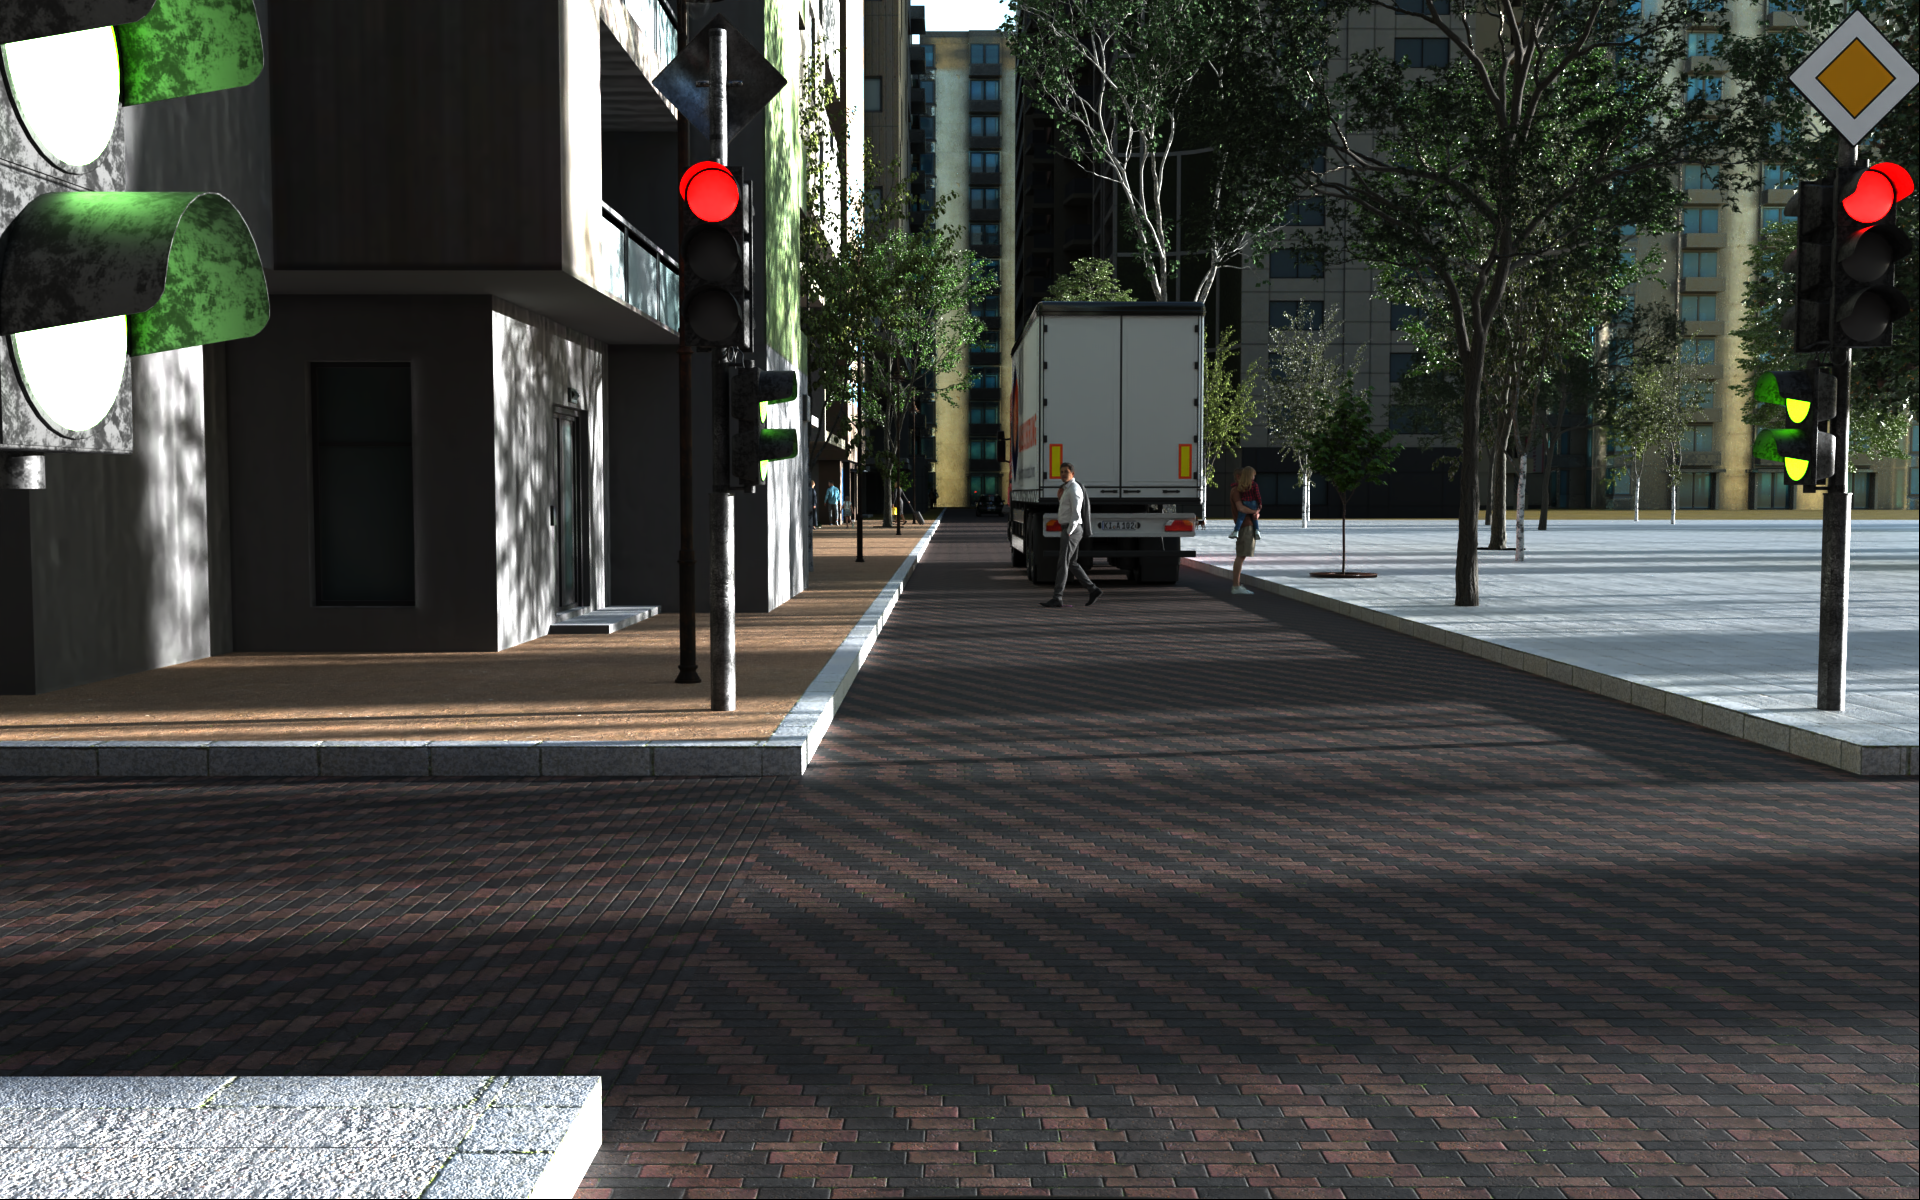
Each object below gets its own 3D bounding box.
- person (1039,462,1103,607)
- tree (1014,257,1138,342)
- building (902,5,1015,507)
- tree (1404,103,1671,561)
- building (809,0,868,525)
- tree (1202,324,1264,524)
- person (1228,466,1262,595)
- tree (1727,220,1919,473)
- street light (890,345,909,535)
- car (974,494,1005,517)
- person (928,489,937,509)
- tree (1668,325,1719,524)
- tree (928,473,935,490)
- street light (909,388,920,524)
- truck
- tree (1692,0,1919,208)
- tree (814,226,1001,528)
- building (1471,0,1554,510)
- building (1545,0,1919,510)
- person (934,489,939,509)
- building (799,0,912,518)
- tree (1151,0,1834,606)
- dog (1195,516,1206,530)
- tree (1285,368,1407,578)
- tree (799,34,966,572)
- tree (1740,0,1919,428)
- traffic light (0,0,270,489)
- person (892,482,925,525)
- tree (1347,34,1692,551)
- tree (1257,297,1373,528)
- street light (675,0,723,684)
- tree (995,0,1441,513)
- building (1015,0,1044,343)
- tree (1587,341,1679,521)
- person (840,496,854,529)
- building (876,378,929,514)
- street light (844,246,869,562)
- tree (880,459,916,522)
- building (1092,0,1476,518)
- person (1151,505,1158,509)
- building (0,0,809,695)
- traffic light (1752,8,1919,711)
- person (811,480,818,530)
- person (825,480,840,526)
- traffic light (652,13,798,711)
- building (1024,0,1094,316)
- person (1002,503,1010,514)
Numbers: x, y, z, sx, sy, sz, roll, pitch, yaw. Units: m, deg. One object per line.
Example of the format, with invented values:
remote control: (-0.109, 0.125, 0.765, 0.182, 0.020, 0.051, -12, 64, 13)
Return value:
person: (1.412, -0.823, 22.051, 0.850, 1.850, 0.679, -1, 4, -10)
tree: (6.056, -10.137, 83.867, 7.486, 12.596, 7.792, 0, 3, 0)
building: (8.753, -34.277, 180.034, 30.456, 49.044, 23.786, 0, 4, 0)
tree: (10.701, -5.062, 33.122, 4.360, 8.622, 3.978, 0, 3, 0)
building: (-11.555, -26.140, 77.499, 14.600, 45.320, 14.200, 0, 4, 0)
tree: (10.739, -7.580, 74.298, 4.737, 8.622, 4.395, 0, 3, 0)
person: (4.070, -1.000, 24.829, 0.573, 1.828, 0.580, -2, 4, -33)
tree: (30.337, -8.667, 59.827, 7.486, 12.596, 7.792, 0, 3, 0)
street light: (-1.917, -4.960, 53.876, 0.468, 5.910, 1.993, 0, 4, 0)
car: (1.908, -6.166, 110.607, 2.009, 1.686, 4.222, 0, 4, -1)
person: (-2.344, -8.588, 146.544, 0.705, 1.812, 1.348, -2, 4, -32)
tree: (30.276, -7.554, 73.873, 4.360, 8.622, 3.978, 0, 3, 0)
tree: (-2.955, -8.620, 135.545, 1.663, 3.219, 1.824, 0, 3, 0)
street light: (-1.971, -6.209, 74.310, 0.468, 5.910, 1.993, 0, 4, 0)
truck: (2.242, -2.563, 30.819, 2.839, 4.237, 11.283, 0, 4, -1)
tree: (25.956, -11.630, 46.036, 12.611, 20.169, 13.585, 0, 3, 0)
tree: (-2.604, -8.587, 66.153, 9.928, 11.665, 9.643, 0, 3, 0)
building: (39.073, -32.180, 149.845, 21.600, 48.544, 21.300, 0, 4, 0)
building: (66.109, -32.416, 149.604, 30.456, 49.044, 23.786, 0, 4, 0)
person: (-2.287, -8.992, 153.842, 0.721, 1.735, 1.217, -3, 4, -39)
building: (-16.463, -31.131, 98.232, 28.713, 52.752, 27.495, 0, 4, 0)
tree: (5.554, -5.196, 19.373, 7.601, 10.594, 8.767, -3, 5, -42)
dog: (8.583, -2.762, 61.983, 0.406, 0.507, 0.540, 1, 4, 16)
tree: (6.067, -1.964, 26.706, 1.663, 3.219, 1.824, 0, 3, 0)
tree: (-2.338, -4.763, 28.237, 4.737, 8.622, 4.395, 0, 3, 0)
tree: (18.762, -6.882, 29.526, 9.611, 12.733, 9.660, 0, 3, 0)
traffic light: (-1.367, -0.812, 2.190, 0.839, 4.253, 0.868, 0, 4, 0)
person: (-2.189, -3.992, 71.532, 1.509, 1.804, 0.699, -1, 4, -17)
tree: (12.521, -6.950, 39.393, 9.928, 11.665, 9.643, 0, 3, 0)
tree: (13.319, -7.050, 65.624, 4.360, 8.622, 3.978, 0, 3, 0)
street light: (-1.853, -2.375, 11.623, 0.468, 5.910, 1.993, 0, 4, 0)
tree: (7.361, -11.931, 50.961, 12.611, 20.169, 13.585, 0, 3, 0)
building: (15.766, -32.186, 149.935, 21.300, 48.544, 21.600, 0, 4, 0)
tree: (31.934, -8.036, 81.745, 4.737, 8.622, 4.395, 0, 3, 0)
person: (-4.205, -3.263, 64.407, 0.505, 1.210, 0.382, -1, 4, -22)
building: (-12.573, -41.811, 121.869, 20.563, 71.187, 20.611, 0, 4, 0)
street light: (-1.891, -3.654, 32.534, 0.468, 5.910, 1.993, 0, 4, 0)
tree: (-3.108, -5.230, 80.109, 1.663, 3.219, 1.824, 0, 3, 0)
building: (16.490, -40.434, 99.344, 20.563, 71.187, 20.611, 0, 4, 0)
person: (7.476, -3.428, 66.368, 0.640, 1.303, 0.475, -2, 4, -33)
building: (-9.084, -20.316, 15.754, 14.154, 41.232, 14.086, 0, 4, 0)
traffic light: (5.172, -1.302, 10.209, 0.839, 4.253, 0.868, 0, 4, 0)
person: (-5.315, -3.390, 61.896, 0.576, 1.772, 0.534, 2, 4, 35)
person: (-5.198, -3.952, 70.514, 0.638, 1.841, 0.748, -1, 4, -11)
traffic light: (-1.389, -1.300, 10.175, 0.839, 4.253, 0.868, 0, 4, 0)
building: (15.950, -28.761, 124.864, 22.147, 44.769, 28.867, 0, 4, 0)
person: (1.486, -2.314, 46.695, 0.716, 1.782, 0.532, -1, 4, -8)
